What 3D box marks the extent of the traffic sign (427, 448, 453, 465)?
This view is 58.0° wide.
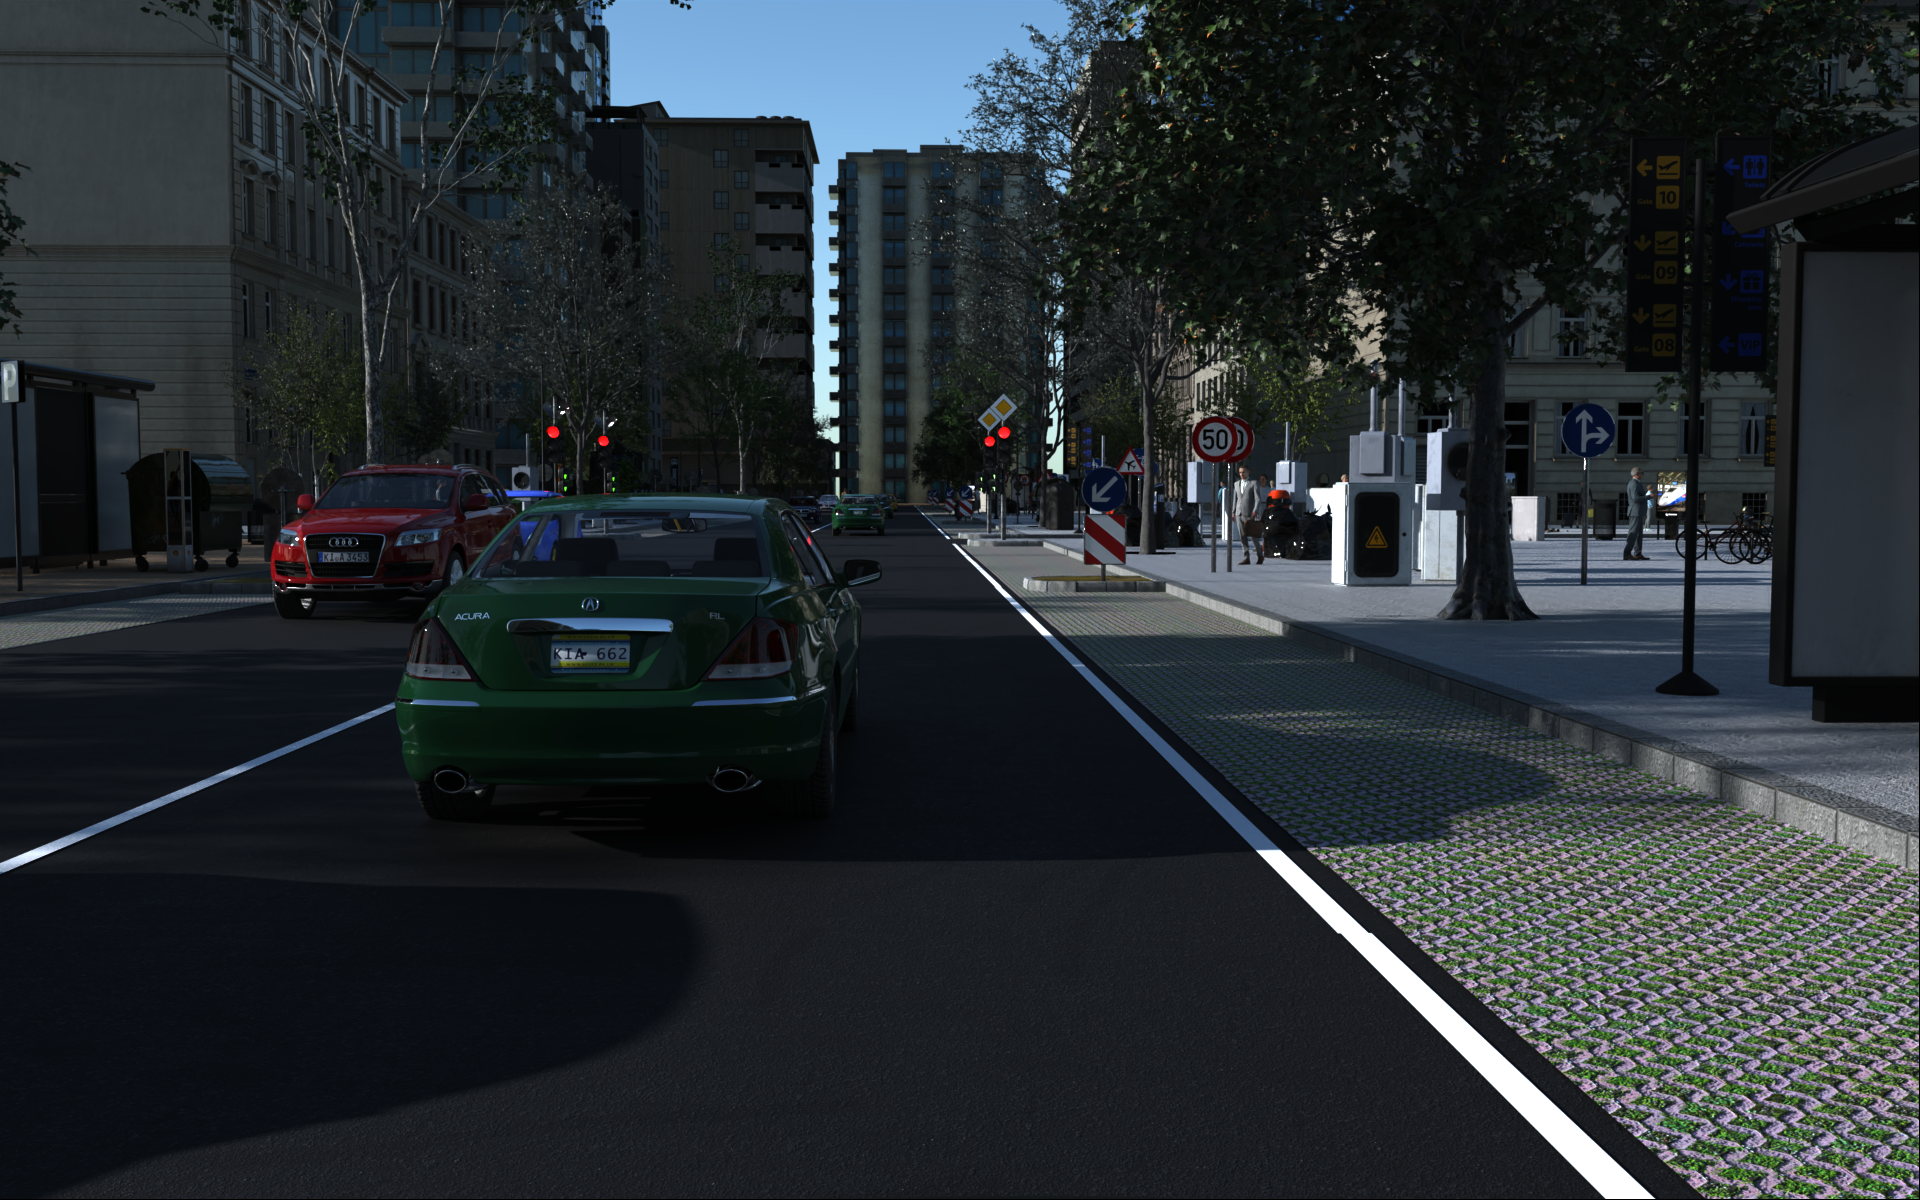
[{"bbox_3d":[-14.526,-2.952,48.379,0.768,2.556,0.104,0,4,7],"label":"traffic sign"}]

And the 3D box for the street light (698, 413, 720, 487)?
[{"bbox_3d":[-14.376,-7.737,99.034,1.470,5.913,1.316,0,4,-2],"label":"street light"}]

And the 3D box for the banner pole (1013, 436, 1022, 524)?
[{"bbox_3d":[2.493,-5.227,75.473,0.401,3.779,0.863,0,4,-3],"label":"banner pole"}]

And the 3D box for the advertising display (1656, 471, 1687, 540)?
[{"bbox_3d":[19.840,-2.631,48.236,0.123,1.923,0.974,-2,4,-32],"label":"advertising display"}]

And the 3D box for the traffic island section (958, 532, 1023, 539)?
[{"bbox_3d":[0.973,-2.089,56.437,2.009,0.180,2.903,0,4,-2],"label":"traffic island section"}]

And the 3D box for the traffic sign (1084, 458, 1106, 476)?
[{"bbox_3d":[4.779,-3.746,61.351,0.768,2.556,0.104,0,4,5],"label":"traffic sign"}]

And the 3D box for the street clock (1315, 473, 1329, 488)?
[{"bbox_3d":[12.653,-3.424,60.555,0.471,2.002,0.358,-3,4,-37],"label":"street clock"}]

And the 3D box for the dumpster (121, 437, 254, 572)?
[{"bbox_3d":[-13.038,-1.637,29.257,1.502,2.255,1.985,0,4,-2],"label":"dumpster"}]

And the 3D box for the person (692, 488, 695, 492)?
[{"bbox_3d":[-22.608,-8.624,147.035,1.348,1.826,0.705,2,4,34],"label":"person"}]

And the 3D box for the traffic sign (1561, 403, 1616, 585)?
[{"bbox_3d":[8.830,-1.488,24.437,0.768,2.556,0.104,0,4,-1],"label":"traffic sign"}]

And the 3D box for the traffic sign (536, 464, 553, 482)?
[{"bbox_3d":[-17.389,-4.419,72.351,0.768,2.556,0.104,0,4,7],"label":"traffic sign"}]

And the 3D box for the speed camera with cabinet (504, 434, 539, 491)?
[{"bbox_3d":[-14.848,-3.816,56.735,2.038,3.252,0.660,1,4,16],"label":"speed camera with cabinet"}]

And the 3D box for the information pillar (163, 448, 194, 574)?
[{"bbox_3d":[-12.639,-1.439,28.020,0.304,2.012,0.304,0,4,1],"label":"information pillar"}]

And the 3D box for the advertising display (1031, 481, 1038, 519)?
[{"bbox_3d":[4.086,-5.076,88.208,0.974,1.923,0.123,-1,4,-21],"label":"advertising display"}]

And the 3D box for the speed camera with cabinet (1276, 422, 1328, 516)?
[{"bbox_3d":[9.572,-3.231,47.162,0.660,3.252,2.038,-3,5,-39],"label":"speed camera with cabinet"}]

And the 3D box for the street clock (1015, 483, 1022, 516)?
[{"bbox_3d":[3.444,-6.015,102.913,0.471,2.002,0.358,0,4,-8],"label":"street clock"}]

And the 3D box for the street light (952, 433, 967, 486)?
[{"bbox_3d":[-0.074,-9.717,131.407,1.470,5.913,1.316,0,4,-2],"label":"street light"}]

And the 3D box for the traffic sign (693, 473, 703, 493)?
[{"bbox_3d":[-15.920,-6.389,104.459,0.884,2.594,0.081,0,4,0],"label":"traffic sign"}]

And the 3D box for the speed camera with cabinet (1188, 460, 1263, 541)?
[{"bbox_3d":[7.227,-3.229,47.130,2.038,3.252,0.660,-1,4,-19],"label":"speed camera with cabinet"}]

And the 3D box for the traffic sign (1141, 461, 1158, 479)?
[{"bbox_3d":[6.566,-3.716,60.858,0.768,2.556,0.104,0,4,1],"label":"traffic sign"}]

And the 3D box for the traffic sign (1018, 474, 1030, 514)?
[{"bbox_3d":[4.090,-6.714,109.886,0.768,2.556,0.104,0,4,4],"label":"traffic sign"}]

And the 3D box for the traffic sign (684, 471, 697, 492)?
[{"bbox_3d":[-15.004,-5.893,96.458,0.768,2.556,0.104,0,4,0],"label":"traffic sign"}]

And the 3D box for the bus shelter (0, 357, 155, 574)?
[{"bbox_3d":[-15.667,-3.040,27.338,2.179,5.291,8.768,0,4,-2],"label":"bus shelter"}]

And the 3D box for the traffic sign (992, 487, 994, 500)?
[{"bbox_3d":[2.309,-7.483,124.469,0.606,2.300,0.079,0,4,7],"label":"traffic sign"}]

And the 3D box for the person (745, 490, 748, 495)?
[{"bbox_3d":[-21.264,-10.110,172.272,0.756,1.711,0.436,-1,4,-22],"label":"person"}]

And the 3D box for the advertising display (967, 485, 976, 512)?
[{"bbox_3d":[0.828,-7.466,127.280,0.123,1.923,0.974,-3,5,-40],"label":"advertising display"}]

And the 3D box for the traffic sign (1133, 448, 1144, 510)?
[{"bbox_3d":[4.956,-2.918,47.812,0.768,2.556,0.104,0,4,4],"label":"traffic sign"}]

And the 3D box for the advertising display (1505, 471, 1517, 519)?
[{"bbox_3d":[15.307,-2.687,49.154,0.974,1.923,0.123,-1,4,-10],"label":"advertising display"}]

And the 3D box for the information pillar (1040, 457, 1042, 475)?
[{"bbox_3d":[5.190,-7.174,108.646,0.504,3.616,0.183,-3,5,-40],"label":"information pillar"}]

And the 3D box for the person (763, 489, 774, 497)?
[{"bbox_3d":[-19.681,-10.493,177.619,1.348,1.823,0.705,-3,4,-38],"label":"person"}]

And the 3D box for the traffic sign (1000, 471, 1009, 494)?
[{"bbox_3d":[2.286,-5.769,94.431,0.768,2.556,0.104,0,4,5],"label":"traffic sign"}]

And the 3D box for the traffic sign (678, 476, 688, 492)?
[{"bbox_3d":[-19.246,-7.336,119.944,0.884,2.594,0.081,0,4,0],"label":"traffic sign"}]

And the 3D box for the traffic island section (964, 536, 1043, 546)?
[{"bbox_3d":[1.237,-1.601,48.456,2.009,0.180,2.903,0,4,-2],"label":"traffic island section"}]

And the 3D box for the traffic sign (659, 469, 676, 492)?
[{"bbox_3d":[-15.223,-5.507,90.047,0.884,2.594,0.081,0,4,7],"label":"traffic sign"}]

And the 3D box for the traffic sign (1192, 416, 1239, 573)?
[{"bbox_3d":[4.152,-1.723,28.273,0.768,2.556,0.104,0,4,1],"label":"traffic sign"}]

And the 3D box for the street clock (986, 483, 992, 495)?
[{"bbox_3d":[1.818,-6.431,109.712,0.358,2.002,0.471,2,4,35],"label":"street clock"}]

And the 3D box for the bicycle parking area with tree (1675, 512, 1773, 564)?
[{"bbox_3d":[17.836,-2.638,30.137,9.016,4.147,8.231,1,4,11],"label":"bicycle parking area with tree"}]

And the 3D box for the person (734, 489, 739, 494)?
[{"bbox_3d":[-18.581,-8.369,143.681,0.445,1.727,0.742,0,4,4],"label":"person"}]

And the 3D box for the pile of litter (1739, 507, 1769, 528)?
[{"bbox_3d":[27.799,-2.851,60.580,1.176,0.858,1.719,3,4,39],"label":"pile of litter"}]

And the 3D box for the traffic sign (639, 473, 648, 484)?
[{"bbox_3d":[-18.957,-6.309,103.257,0.768,2.556,0.104,0,4,4],"label":"traffic sign"}]

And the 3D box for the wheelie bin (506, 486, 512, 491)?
[{"bbox_3d":[-17.899,-3.716,68.669,0.693,1.594,0.980,-1,4,-8],"label":"wheelie bin"}]

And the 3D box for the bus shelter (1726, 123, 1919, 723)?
[{"bbox_3d":[5.454,-0.811,7.186,2.014,3.302,5.546,0,4,-2],"label":"bus shelter"}]

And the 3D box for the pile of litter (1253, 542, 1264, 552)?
[{"bbox_3d":[7.145,-1.499,38.473,1.176,0.858,1.719,0,4,-6],"label":"pile of litter"}]

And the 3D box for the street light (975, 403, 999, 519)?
[{"bbox_3d":[1.312,-7.095,88.552,1.470,5.913,1.316,0,4,-2],"label":"street light"}]

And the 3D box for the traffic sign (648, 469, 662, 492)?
[{"bbox_3d":[-15.474,-5.369,87.888,0.768,2.556,0.104,0,4,8],"label":"traffic sign"}]

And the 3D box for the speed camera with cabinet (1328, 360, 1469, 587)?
[{"bbox_3d":[6.297,-1.830,24.253,2.038,3.252,0.660,0,4,-7],"label":"speed camera with cabinet"}]

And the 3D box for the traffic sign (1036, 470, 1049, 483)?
[{"bbox_3d":[4.137,-5.130,83.872,0.884,2.594,0.081,0,4,5],"label":"traffic sign"}]

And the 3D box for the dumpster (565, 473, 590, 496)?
[{"bbox_3d":[-17.927,-4.816,81.240,1.502,2.255,1.985,0,4,-2],"label":"dumpster"}]

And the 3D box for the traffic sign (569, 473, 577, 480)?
[{"bbox_3d":[-18.670,-5.018,84.167,0.606,2.300,0.079,0,4,3],"label":"traffic sign"}]

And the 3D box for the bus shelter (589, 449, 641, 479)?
[{"bbox_3d":[-18.132,-6.124,91.404,1.731,3.624,6.357,0,4,-2],"label":"bus shelter"}]

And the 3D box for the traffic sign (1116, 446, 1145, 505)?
[{"bbox_3d":[4.621,-2.882,47.119,0.884,2.594,0.081,0,4,2],"label":"traffic sign"}]

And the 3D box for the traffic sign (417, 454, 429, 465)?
[{"bbox_3d":[-16.837,-3.347,54.834,0.768,2.556,0.104,0,4,7],"label":"traffic sign"}]

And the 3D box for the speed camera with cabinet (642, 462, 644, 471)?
[{"bbox_3d":[-19.693,-6.849,106.312,0.660,3.252,2.038,-1,4,-16],"label":"speed camera with cabinet"}]

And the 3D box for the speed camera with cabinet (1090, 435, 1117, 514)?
[{"bbox_3d":[4.830,-3.883,57.826,0.660,3.252,2.038,1,4,16],"label":"speed camera with cabinet"}]

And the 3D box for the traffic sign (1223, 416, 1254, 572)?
[{"bbox_3d":[4.442,-1.735,28.478,0.768,2.556,0.104,0,4,-1],"label":"traffic sign"}]

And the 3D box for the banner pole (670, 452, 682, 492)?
[{"bbox_3d":[-16.681,-6.858,102.146,0.863,3.779,0.401,0,4,2],"label":"banner pole"}]

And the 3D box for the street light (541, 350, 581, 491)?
[{"bbox_3d":[-12.948,-5.109,56.075,1.470,5.913,1.316,0,4,-2],"label":"street light"}]

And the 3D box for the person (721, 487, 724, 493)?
[{"bbox_3d":[-19.303,-8.278,141.262,0.599,1.838,0.709,-2,4,-30],"label":"person"}]

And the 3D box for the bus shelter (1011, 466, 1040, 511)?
[{"bbox_3d":[4.760,-8.297,129.578,2.014,3.302,5.546,0,4,-2],"label":"bus shelter"}]

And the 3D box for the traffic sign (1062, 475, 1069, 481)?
[{"bbox_3d":[5.332,-5.359,89.756,0.606,2.300,0.079,0,4,1],"label":"traffic sign"}]
